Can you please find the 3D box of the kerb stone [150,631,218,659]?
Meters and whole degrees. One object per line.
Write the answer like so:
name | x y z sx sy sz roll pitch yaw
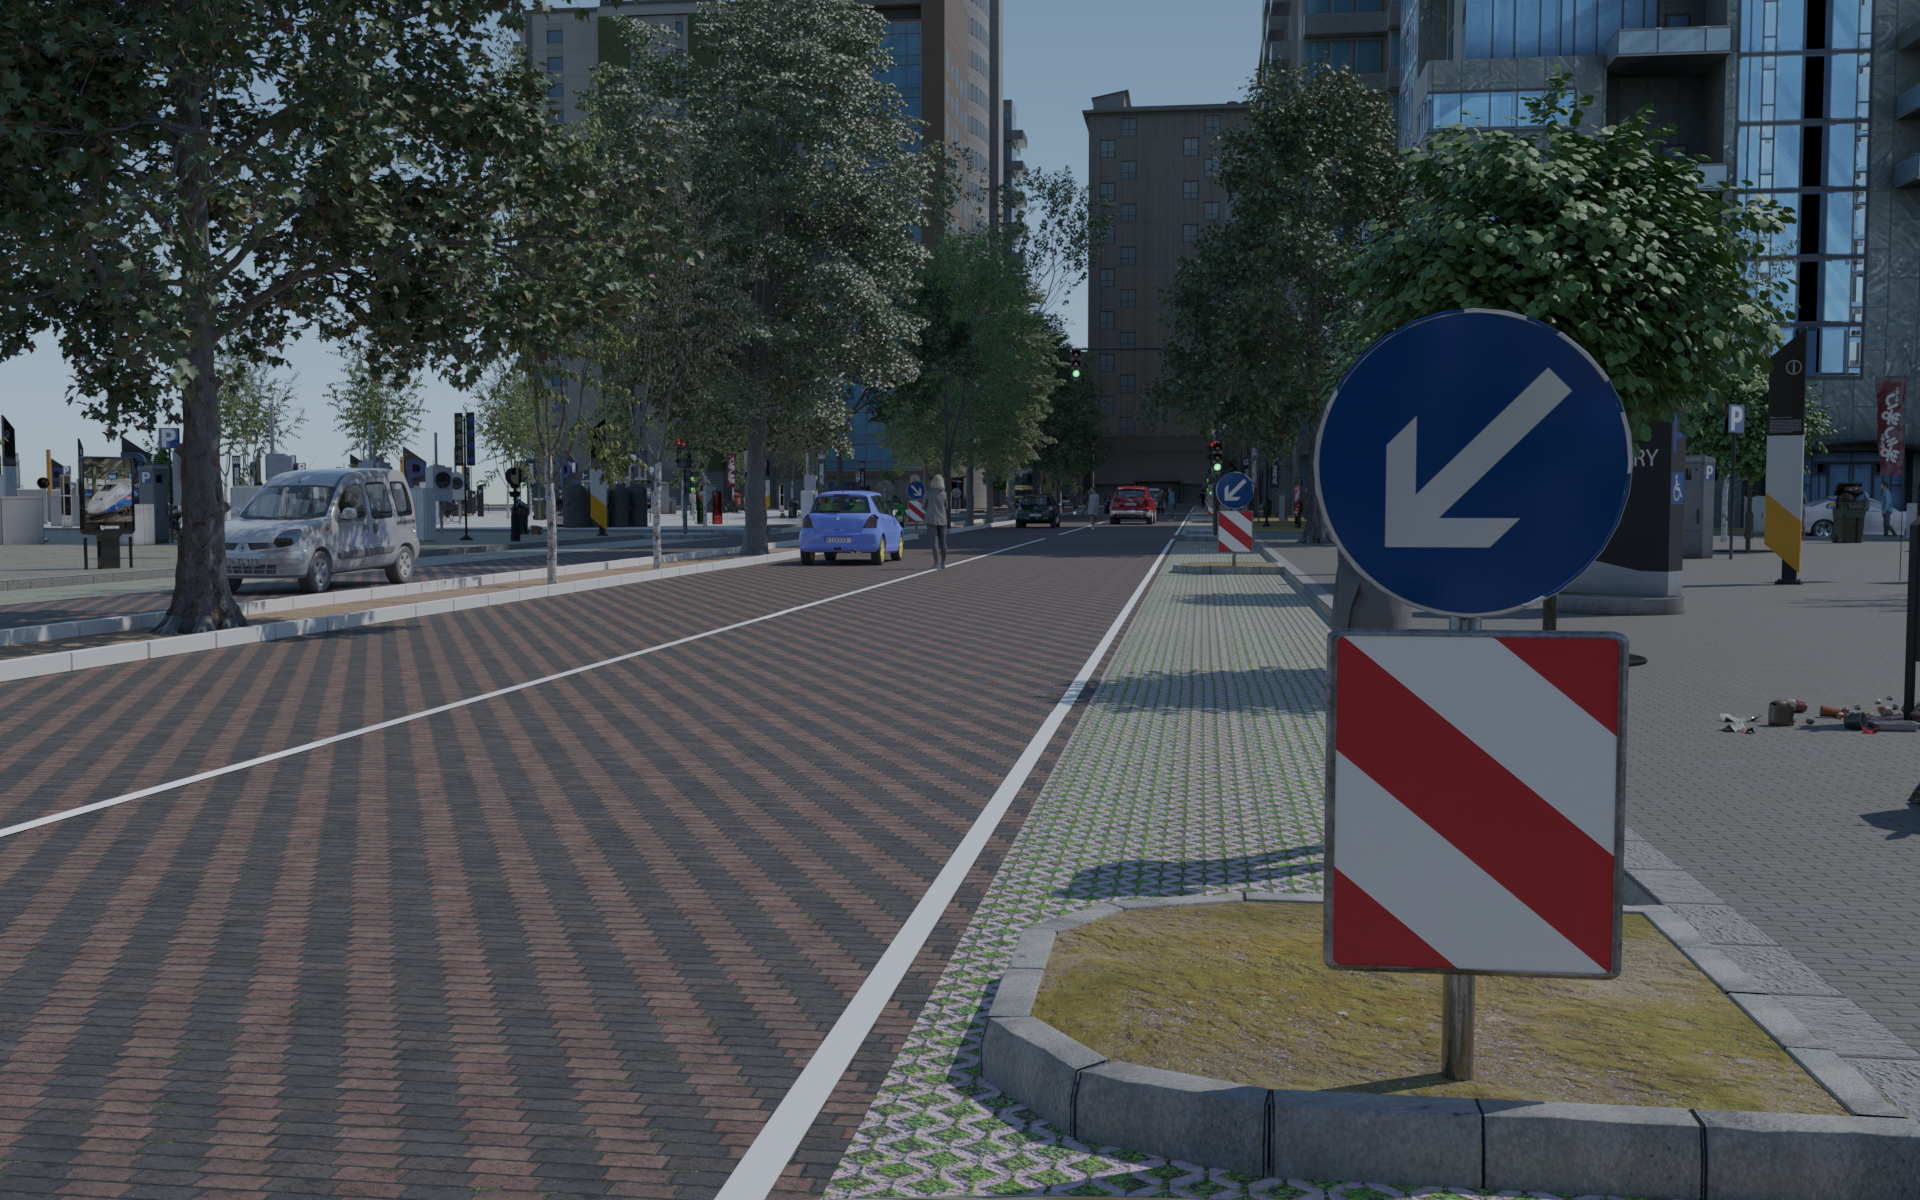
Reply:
kerb stone | -7.016 0.410 15.530 0.120 0.150 1.000 0 4 8

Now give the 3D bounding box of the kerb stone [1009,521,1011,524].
kerb stone | 2.161 -3.595 81.044 0.120 0.150 1.000 0 4 8

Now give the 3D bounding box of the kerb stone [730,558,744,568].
kerb stone | -4.454 -0.711 33.819 0.120 0.150 1.000 0 4 8

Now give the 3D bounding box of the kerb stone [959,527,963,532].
kerb stone | -0.123 -2.605 64.793 0.120 0.150 1.000 0 4 8

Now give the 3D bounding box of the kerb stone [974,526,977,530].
kerb stone | 0.453 -2.854 68.864 0.120 0.150 1.000 0 4 8

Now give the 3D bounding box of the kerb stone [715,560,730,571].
kerb stone | -4.591 -0.644 32.807 0.120 0.150 1.000 0 4 8

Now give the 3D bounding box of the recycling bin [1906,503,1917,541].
recycling bin | 26.582 -2.146 47.641 0.722 1.027 0.722 -1 4 -16

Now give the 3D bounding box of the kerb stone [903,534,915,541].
kerb stone | -1.620 -1.950 54.099 0.120 0.150 1.000 0 4 8

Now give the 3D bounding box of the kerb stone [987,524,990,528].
kerb stone | 1.029 -3.103 72.934 0.120 0.150 1.000 0 4 8

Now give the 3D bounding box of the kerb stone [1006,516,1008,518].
kerb stone | 2.486 -4.673 98.593 0.120 0.150 1.000 0 4 8

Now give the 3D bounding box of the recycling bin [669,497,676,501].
recycling bin | -23.622 -7.865 141.151 0.722 1.027 0.722 2 4 31

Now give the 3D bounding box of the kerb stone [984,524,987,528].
kerb stone | 0.875 -3.035 71.917 0.120 0.150 1.000 0 4 8

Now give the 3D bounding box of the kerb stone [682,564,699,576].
kerb stone | -4.884 -0.524 30.767 0.120 0.150 1.000 0 4 8

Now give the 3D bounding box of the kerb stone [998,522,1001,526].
kerb stone | 1.592 -3.351 76.991 0.120 0.150 1.000 0 4 8

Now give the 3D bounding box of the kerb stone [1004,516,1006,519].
kerb stone | 2.349 -4.607 97.571 0.120 0.150 1.000 0 4 8

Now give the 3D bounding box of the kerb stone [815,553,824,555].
kerb stone | -3.321 -1.202 41.920 0.120 0.150 1.000 0 4 8

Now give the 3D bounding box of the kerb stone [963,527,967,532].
kerb stone | 0.032 -2.665 65.811 0.120 0.150 1.000 0 4 8

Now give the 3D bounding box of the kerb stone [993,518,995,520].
kerb stone | 1.636 -4.297 92.476 0.120 0.150 1.000 0 4 8

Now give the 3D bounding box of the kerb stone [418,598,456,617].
kerb stone | -6.304 0.098 20.622 0.120 0.150 1.000 0 4 8

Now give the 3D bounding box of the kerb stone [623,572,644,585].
kerb stone | -5.311 -0.338 27.719 0.120 0.150 1.000 0 4 8

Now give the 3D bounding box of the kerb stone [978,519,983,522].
kerb stone | 0.926 -3.987 87.411 0.120 0.150 1.000 0 4 8

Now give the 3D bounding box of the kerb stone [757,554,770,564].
kerb stone | -4.170 -0.828 35.844 0.120 0.150 1.000 0 4 8

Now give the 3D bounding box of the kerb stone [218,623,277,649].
kerb stone | -6.870 0.346 16.546 0.120 0.150 1.000 0 4 8

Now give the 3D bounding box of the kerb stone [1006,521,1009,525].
kerb stone | 2.015 -3.537 80.028 0.120 0.150 1.000 0 4 8

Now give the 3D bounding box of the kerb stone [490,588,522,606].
kerb stone | -6.018 -0.023 22.654 0.120 0.150 1.000 0 4 8

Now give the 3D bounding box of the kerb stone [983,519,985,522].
kerb stone | 1.066 -4.051 88.424 0.120 0.150 1.000 0 4 8

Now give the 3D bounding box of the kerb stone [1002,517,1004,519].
kerb stone | 2.199 -4.547 96.546 0.120 0.150 1.000 0 4 8

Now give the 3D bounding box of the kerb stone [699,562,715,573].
kerb stone | -4.738 -0.586 31.778 0.120 0.150 1.000 0 4 8

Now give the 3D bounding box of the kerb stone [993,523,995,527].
kerb stone | 1.304 -3.227 74.963 0.120 0.150 1.000 0 4 8

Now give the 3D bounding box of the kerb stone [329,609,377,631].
kerb stone | -6.584 0.227 18.591 0.120 0.150 1.000 0 4 8

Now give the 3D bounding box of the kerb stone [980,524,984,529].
kerb stone | 0.738 -2.970 70.903 0.120 0.150 1.000 0 4 8

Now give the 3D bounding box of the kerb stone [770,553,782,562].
kerb stone | -4.025 -0.897 36.858 0.120 0.150 1.000 0 4 8

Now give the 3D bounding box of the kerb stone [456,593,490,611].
kerb stone | -6.159 0.034 21.633 0.120 0.150 1.000 0 4 8

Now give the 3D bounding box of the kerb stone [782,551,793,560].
kerb stone | -3.887 -0.955 37.871 0.120 0.150 1.000 0 4 8

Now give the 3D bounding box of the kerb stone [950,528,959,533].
kerb stone | -0.258 -2.543 63.778 0.120 0.150 1.000 0 4 8

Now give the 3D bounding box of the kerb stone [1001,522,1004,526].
kerb stone | 1.731 -3.413 78.004 0.120 0.150 1.000 0 4 8

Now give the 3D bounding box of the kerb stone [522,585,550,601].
kerb stone | -5.879 -0.090 23.669 0.120 0.150 1.000 0 4 8

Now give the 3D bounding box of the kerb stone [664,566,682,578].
kerb stone | -5.027 -0.462 29.750 0.120 0.150 1.000 0 4 8

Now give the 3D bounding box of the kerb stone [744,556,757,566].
kerb stone | -4.312 -0.773 34.831 0.120 0.150 1.000 0 4 8

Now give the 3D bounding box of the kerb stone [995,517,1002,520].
kerb stone | 2.069 -4.485 95.532 0.120 0.150 1.000 0 4 8

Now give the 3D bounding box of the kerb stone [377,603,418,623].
kerb stone | -6.448 0.158 19.608 0.120 0.150 1.000 0 4 8

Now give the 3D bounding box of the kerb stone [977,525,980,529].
kerb stone | 0.592 -2.916 69.877 0.120 0.150 1.000 0 4 8

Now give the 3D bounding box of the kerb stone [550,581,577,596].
kerb stone | -5.732 -0.150 24.680 0.120 0.150 1.000 0 4 8

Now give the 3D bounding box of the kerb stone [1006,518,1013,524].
kerb stone | 2.302 -3.661 82.058 0.120 0.150 1.000 0 4 8

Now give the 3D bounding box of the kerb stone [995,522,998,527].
kerb stone | 1.447 -3.288 75.975 0.120 0.150 1.000 0 4 8

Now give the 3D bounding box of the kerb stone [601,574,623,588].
kerb stone | -5.454 -0.276 26.707 0.120 0.150 1.000 0 4 8

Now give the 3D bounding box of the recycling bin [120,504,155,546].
recycling bin | -20.619 -1.873 43.175 0.722 1.027 0.722 1 4 21

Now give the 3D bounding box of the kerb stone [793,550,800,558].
kerb stone | -3.750 -1.018 38.883 0.120 0.150 1.000 0 4 8

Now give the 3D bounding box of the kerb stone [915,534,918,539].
kerb stone | -1.469 -2.013 55.110 0.120 0.150 1.000 0 4 8

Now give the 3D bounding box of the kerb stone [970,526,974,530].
kerb stone | 0.308 -2.792 67.853 0.120 0.150 1.000 0 4 8

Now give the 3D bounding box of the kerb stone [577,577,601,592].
kerb stone | -5.594 -0.214 25.694 0.120 0.150 1.000 0 4 8

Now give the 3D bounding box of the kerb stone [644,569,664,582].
kerb stone | -5.171 -0.397 28.732 0.120 0.150 1.000 0 4 8

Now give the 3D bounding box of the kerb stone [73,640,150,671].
kerb stone | -7.160 0.471 14.497 0.120 0.150 1.000 0 4 8

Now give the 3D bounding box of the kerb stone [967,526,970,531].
kerb stone | 0.160 -2.730 66.828 0.120 0.150 1.000 0 4 8

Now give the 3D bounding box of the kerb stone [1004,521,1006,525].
kerb stone | 1.865 -3.475 79.017 0.120 0.150 1.000 0 4 8

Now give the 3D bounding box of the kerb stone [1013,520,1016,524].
kerb stone | 2.444 -3.723 83.071 0.120 0.150 1.000 0 4 8

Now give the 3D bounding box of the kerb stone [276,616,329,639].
kerb stone | -6.732 0.283 17.571 0.120 0.150 1.000 0 4 8

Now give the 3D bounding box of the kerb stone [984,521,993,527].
kerb stone | 1.161 -3.165 73.948 0.120 0.150 1.000 0 4 8

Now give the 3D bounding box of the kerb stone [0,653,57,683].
kerb stone | -7.304 0.533 13.485 0.120 0.150 1.000 0 4 8
